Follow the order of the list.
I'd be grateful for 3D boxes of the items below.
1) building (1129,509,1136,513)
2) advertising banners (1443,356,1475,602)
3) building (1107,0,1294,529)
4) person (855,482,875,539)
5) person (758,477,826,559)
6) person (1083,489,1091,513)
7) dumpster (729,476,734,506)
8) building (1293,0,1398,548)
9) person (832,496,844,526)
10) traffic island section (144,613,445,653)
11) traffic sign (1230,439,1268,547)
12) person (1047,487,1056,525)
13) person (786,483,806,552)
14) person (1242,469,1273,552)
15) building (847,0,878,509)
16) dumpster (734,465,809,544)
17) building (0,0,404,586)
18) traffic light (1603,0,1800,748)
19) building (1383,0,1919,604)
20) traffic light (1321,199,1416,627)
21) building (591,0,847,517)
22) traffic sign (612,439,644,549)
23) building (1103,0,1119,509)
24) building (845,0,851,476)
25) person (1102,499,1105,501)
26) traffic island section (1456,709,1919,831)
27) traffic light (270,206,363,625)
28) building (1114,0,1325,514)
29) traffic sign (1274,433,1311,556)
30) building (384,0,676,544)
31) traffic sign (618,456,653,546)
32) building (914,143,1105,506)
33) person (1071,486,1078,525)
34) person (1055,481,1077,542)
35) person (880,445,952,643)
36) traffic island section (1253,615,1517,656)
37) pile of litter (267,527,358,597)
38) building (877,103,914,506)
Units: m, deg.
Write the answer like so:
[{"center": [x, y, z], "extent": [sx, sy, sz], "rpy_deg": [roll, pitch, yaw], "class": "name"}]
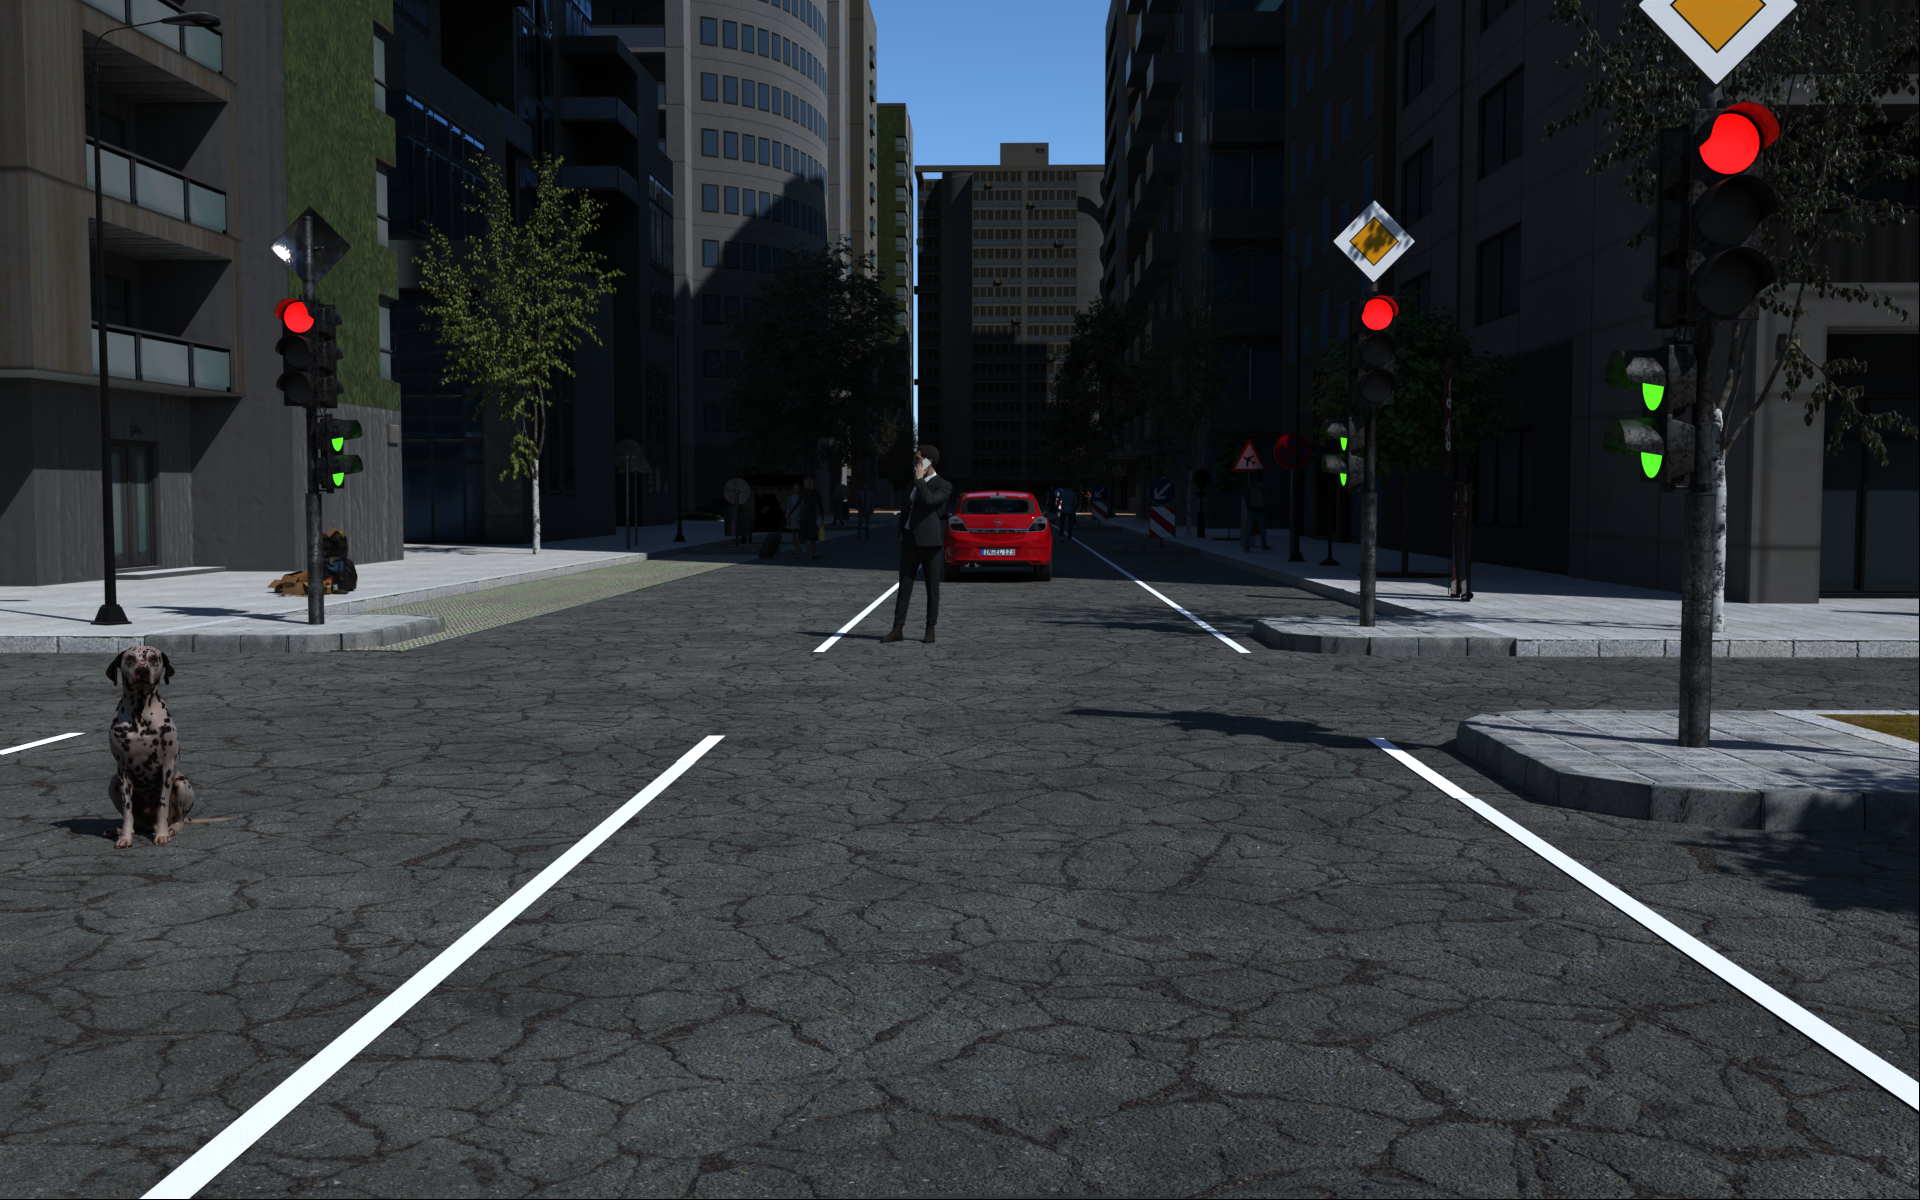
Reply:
[{"center": [28.066, -25.957, 116.273], "extent": [32.217, 40.220, 23.993], "rpy_deg": [0, 4, 2], "class": "building"}, {"center": [6.169, -1.546, 21.471], "extent": [0.090, 3.025, 2.074], "rpy_deg": [0, 4, 7], "class": "advertising banners"}, {"center": [18.930, -27.888, 75.584], "extent": [23.786, 49.044, 30.456], "rpy_deg": [0, 4, 2], "class": "building"}, {"center": [-3.058, -2.876, 55.617], "extent": [0.635, 1.810, 0.391], "rpy_deg": [0, 4, -2], "class": "person"}, {"center": [-3.668, -1.814, 38.370], "extent": [1.509, 1.804, 0.699], "rpy_deg": [2, 4, 30], "class": "person"}, {"center": [8.589, -6.729, 117.529], "extent": [0.593, 1.643, 0.415], "rpy_deg": [1, 4, 16], "class": "person"}, {"center": [-7.272, -3.518, 60.009], "extent": [1.502, 2.255, 1.985], "rpy_deg": [0, 4, 2], "class": "dumpster"}, {"center": [16.711, -24.181, 45.474], "extent": [14.600, 45.320, 14.200], "rpy_deg": [0, 4, 2], "class": "building"}, {"center": [-5.028, -3.901, 72.685], "extent": [0.834, 1.777, 0.661], "rpy_deg": [-3, 4, -36], "class": "person"}, {"center": [-6.364, 0.318, 17.083], "extent": [2.009, 0.180, 2.903], "rpy_deg": [0, 4, 2], "class": "traffic island section"}, {"center": [6.824, -2.503, 40.920], "extent": [0.884, 2.594, 0.081], "rpy_deg": [0, 4, 8], "class": "traffic sign"}, {"center": [4.305, -4.428, 81.323], "extent": [0.576, 1.772, 0.534], "rpy_deg": [3, 5, 40], "class": "person"}, {"center": [-4.070, -2.058, 43.151], "extent": [0.512, 1.701, 0.522], "rpy_deg": [0, 3, 0], "class": "person"}, {"center": [6.470, -1.952, 37.937], "extent": [0.713, 1.824, 0.794], "rpy_deg": [-2, 4, -31], "class": "person"}, {"center": [-18.632, -32.430, 153.925], "extent": [21.600, 48.544, 21.300], "rpy_deg": [0, 4, 2], "class": "building"}, {"center": [-5.317, -2.741, 49.767], "extent": [1.985, 2.255, 1.502], "rpy_deg": [0, 4, 2], "class": "dumpster"}, {"center": [-18.041, -20.934, 25.859], "extent": [14.154, 41.232, 14.086], "rpy_deg": [0, 4, 2], "class": "building"}, {"center": [3.719, -1.210, 8.707], "extent": [0.839, 4.253, 0.868], "rpy_deg": [0, 4, 2], "class": "traffic light"}, {"center": [19.823, -36.071, 28.019], "extent": [20.611, 71.187, 20.563], "rpy_deg": [0, 4, 2], "class": "building"}, {"center": [3.933, -1.698, 16.689], "extent": [0.839, 4.253, 0.868], "rpy_deg": [0, 4, 2], "class": "traffic light"}, {"center": [-18.794, -34.488, 105.879], "extent": [21.231, 58.520, 28.212], "rpy_deg": [0, 4, 2], "class": "building"}, {"center": [-7.709, -2.452, 40.198], "extent": [0.768, 2.556, 0.104], "rpy_deg": [1, 4, 9], "class": "traffic sign"}, {"center": [24.024, -32.377, 153.073], "extent": [21.300, 48.544, 21.600], "rpy_deg": [0, 4, 2], "class": "building"}, {"center": [-15.627, -29.221, 127.870], "extent": [14.600, 45.320, 14.200], "rpy_deg": [0, 4, 2], "class": "building"}, {"center": [12.797, -9.013, 153.953], "extent": [0.990, 1.755, 0.434], "rpy_deg": [-1, 4, -22], "class": "person"}, {"center": [3.759, 0.823, 8.819], "extent": [2.009, 0.180, 2.903], "rpy_deg": [0, 4, 2], "class": "traffic island section"}, {"center": [-6.325, -1.714, 16.947], "extent": [0.839, 4.253, 0.868], "rpy_deg": [0, 4, 2], "class": "traffic light"}, {"center": [19.528, -29.682, 135.414], "extent": [14.600, 45.320, 14.200], "rpy_deg": [0, 4, 2], "class": "building"}, {"center": [6.914, -2.200, 36.074], "extent": [0.768, 2.556, 0.104], "rpy_deg": [1, 4, 9], "class": "traffic sign"}, {"center": [-21.887, -45.546, 57.345], "extent": [22.319, 86.520, 31.000], "rpy_deg": [0, 4, 2], "class": "building"}, {"center": [-8.024, -2.622, 42.868], "extent": [0.884, 2.594, 0.081], "rpy_deg": [0, 4, 3], "class": "traffic sign"}, {"center": [7.113, -30.724, 194.221], "extent": [23.993, 40.220, 32.217], "rpy_deg": [0, 4, 2], "class": "building"}, {"center": [5.093, -4.308, 79.122], "extent": [0.419, 1.800, 0.721], "rpy_deg": [-3, 5, -45], "class": "person"}, {"center": [3.202, -2.674, 52.244], "extent": [0.660, 1.820, 0.620], "rpy_deg": [0, 4, 7], "class": "person"}, {"center": [-0.400, -0.540, 16.686], "extent": [0.648, 1.900, 0.474], "rpy_deg": [2, 4, 31], "class": "person"}, {"center": [3.973, 0.335, 16.802], "extent": [2.009, 0.180, 2.903], "rpy_deg": [0, 4, 2], "class": "traffic island section"}, {"center": [-8.400, -0.516, 22.404], "extent": [1.176, 0.858, 1.719], "rpy_deg": [0, 4, 6], "class": "pile of litter"}, {"center": [-12.184, -30.657, 184.835], "extent": [14.086, 41.232, 14.154], "rpy_deg": [0, 4, 2], "class": "building"}]
